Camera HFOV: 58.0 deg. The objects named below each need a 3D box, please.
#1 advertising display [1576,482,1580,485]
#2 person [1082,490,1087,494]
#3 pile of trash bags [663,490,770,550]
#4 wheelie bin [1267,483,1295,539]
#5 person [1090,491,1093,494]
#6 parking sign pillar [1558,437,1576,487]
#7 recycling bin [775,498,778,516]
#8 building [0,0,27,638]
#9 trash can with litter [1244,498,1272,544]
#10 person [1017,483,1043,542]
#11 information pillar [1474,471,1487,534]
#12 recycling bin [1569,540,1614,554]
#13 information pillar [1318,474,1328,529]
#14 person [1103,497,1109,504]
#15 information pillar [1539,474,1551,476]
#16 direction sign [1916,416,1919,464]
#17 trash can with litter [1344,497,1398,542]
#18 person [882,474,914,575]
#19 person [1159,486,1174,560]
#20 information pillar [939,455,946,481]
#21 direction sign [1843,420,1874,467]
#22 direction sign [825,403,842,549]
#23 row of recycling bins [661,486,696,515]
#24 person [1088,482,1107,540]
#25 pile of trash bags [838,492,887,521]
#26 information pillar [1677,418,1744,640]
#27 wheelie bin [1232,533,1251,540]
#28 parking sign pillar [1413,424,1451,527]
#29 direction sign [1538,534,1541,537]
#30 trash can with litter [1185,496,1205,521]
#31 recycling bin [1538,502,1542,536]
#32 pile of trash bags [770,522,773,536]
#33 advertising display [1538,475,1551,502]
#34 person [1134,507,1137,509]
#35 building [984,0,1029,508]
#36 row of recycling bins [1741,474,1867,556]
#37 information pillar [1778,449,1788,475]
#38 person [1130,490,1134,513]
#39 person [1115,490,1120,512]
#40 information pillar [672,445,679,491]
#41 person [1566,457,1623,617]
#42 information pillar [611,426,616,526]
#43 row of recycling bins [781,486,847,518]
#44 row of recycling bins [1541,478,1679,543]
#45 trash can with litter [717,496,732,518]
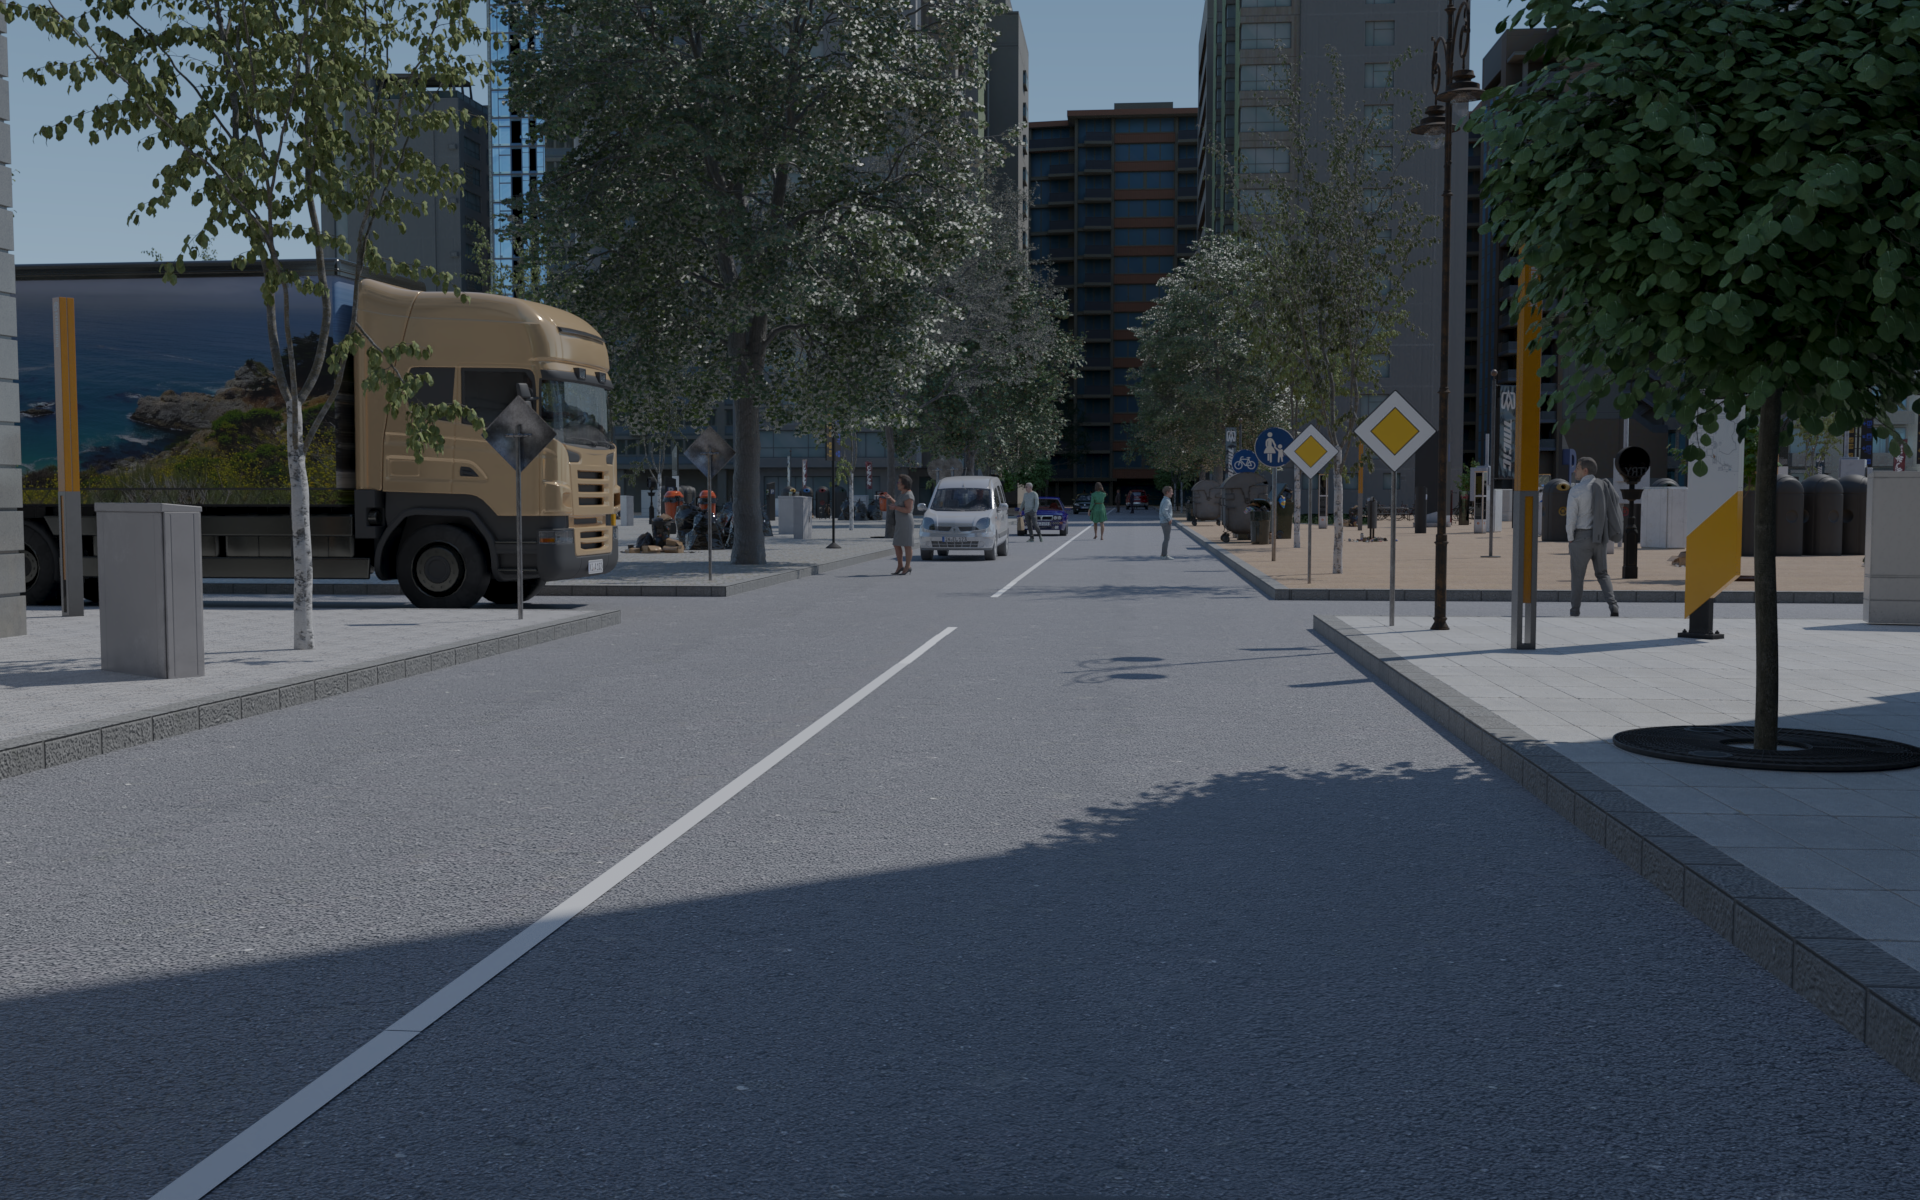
[{"bbox_3d":[33.806,-5.495,95.063,0.974,1.923,0.123,2,4,34],"label":"advertising display"},{"bbox_3d":[11.401,-9.199,158.931,1.348,1.821,0.705,-1,4,-19],"label":"person"},{"bbox_3d":[-5.855,-1.930,41.307,1.912,1.369,3.447,-1,4,-16],"label":"pile of trash bags"},{"bbox_3d":[9.187,-2.556,49.698,0.693,1.594,0.980,-1,4,-18],"label":"wheelie bin"},{"bbox_3d":[12.810,-9.836,170.113,0.721,1.735,1.217,2,4,25],"label":"person"},{"bbox_3d":[26.205,-5.277,74.758,1.447,3.967,1.447,2,4,34],"label":"parking sign pillar"},{"bbox_3d":[-10.146,-5.328,99.672,0.722,1.027,0.722,-3,5,-40],"label":"recycling bin"},{"bbox_3d":[-23.685,-14.281,10.989,29.804,29.767,11.434,0,4,6],"label":"building"},{"bbox_3d":[7.670,-2.005,44.171,0.624,1.170,1.055,2,4,25],"label":"trash can with litter"},{"bbox_3d":[2.065,-2.617,51.767,0.782,1.767,0.515,3,5,40],"label":"person"},{"bbox_3d":[16.861,-3.157,56.104,0.304,2.012,0.304,3,5,41],"label":"information pillar"},{"bbox_3d":[13.576,-1.509,37.227,0.722,1.027,0.722,0,4,-5],"label":"recycling bin"},{"bbox_3d":[13.409,-3.635,63.926,0.304,2.012,0.304,1,4,19],"label":"information pillar"},{"bbox_3d":[12.534,-8.587,152.156,1.065,1.426,0.557,0,4,-6],"label":"person"},{"bbox_3d":[21.572,-3.637,63.956,0.304,2.012,0.304,-1,4,-10],"label":"information pillar"},{"bbox_3d":[25.161,-3.232,44.837,0.379,3.537,0.876,-2,4,-24],"label":"direction sign"},{"bbox_3d":[10.998,-2.193,46.906,1.678,1.210,2.233,1,4,22],"label":"trash can with litter"},{"bbox_3d":[-1.102,-1.332,30.643,0.532,1.782,0.716,-1,4,-20],"label":"person"},{"bbox_3d":[4.499,-1.674,37.686,0.330,1.601,0.589,1,4,8],"label":"person"},{"bbox_3d":[-0.923,-6.131,91.600,0.183,3.616,0.504,3,4,39],"label":"information pillar"},{"bbox_3d":[26.438,-3.612,51.051,0.379,3.537,0.876,-2,4,-33],"label":"direction sign"},{"bbox_3d":[-2.984,-2.983,40.769,0.379,3.537,0.876,1,4,18],"label":"direction sign"},{"bbox_3d":[-13.846,-4.769,85.082,1.069,1.692,3.534,1,4,13],"label":"row of recycling bins"},{"bbox_3d":[4.320,-2.772,54.073,0.600,1.795,0.529,-1,4,-14],"label":"person"},{"bbox_3d":[-4.432,-4.539,83.965,1.912,1.369,3.447,-3,4,-37],"label":"pile of trash bags"},{"bbox_3d":[6.645,-1.461,15.247,0.183,3.616,0.504,-3,4,-36],"label":"information pillar"},{"bbox_3d":[8.317,-2.630,50.912,0.980,1.594,0.693,-1,4,-11],"label":"wheelie bin"},{"bbox_3d":[18.337,-4.814,67.177,1.447,3.967,1.447,3,4,39],"label":"parking sign pillar"},{"bbox_3d":[17.215,-3.658,51.804,0.379,3.537,0.876,1,4,11],"label":"direction sign"},{"bbox_3d":[11.149,-4.298,81.658,1.055,1.170,0.624,2,4,27],"label":"trash can with litter"},{"bbox_3d":[17.930,-2.525,53.830,0.722,1.027,0.722,3,5,43],"label":"recycling bin"},{"bbox_3d":[-7.387,-2.577,51.890,3.447,1.369,1.912,-3,5,-44],"label":"pile of trash bags"},{"bbox_3d":[20.040,-3.343,59.872,0.974,1.923,0.123,-2,4,-32],"label":"advertising display"},{"bbox_3d":[16.735,-9.540,165.214,1.217,1.736,0.721,1,4,10],"label":"person"},{"bbox_3d":[-4.692,-33.024,163.636,21.600,48.544,21.300,0,4,6],"label":"building"},{"bbox_3d":[17.572,-1.781,36.235,3.534,1.692,1.069,-1,4,-14],"label":"row of recycling bins"},{"bbox_3d":[24.633,-3.710,52.005,0.504,3.616,0.183,-1,4,-11],"label":"information pillar"},{"bbox_3d":[12.704,-7.257,128.073,0.530,1.710,0.541,2,4,33],"label":"person"},{"bbox_3d":[12.273,-7.696,134.874,0.434,1.755,0.990,0,4,-3],"label":"person"},{"bbox_3d":[-13.040,-5.387,79.438,0.183,3.616,0.504,-3,4,-38],"label":"information pillar"},{"bbox_3d":[6.860,-0.620,18.742,0.679,1.850,0.850,-1,4,-16],"label":"person"},{"bbox_3d":[-7.784,-2.900,38.766,0.183,3.616,0.504,0,4,-5],"label":"information pillar"},{"bbox_3d":[-7.828,-5.241,92.800,3.534,1.692,1.069,-1,4,-10],"label":"row of recycling bins"},{"bbox_3d":[17.363,-2.395,46.270,3.534,1.692,1.069,2,4,29],"label":"row of recycling bins"},{"bbox_3d":[-12.458,-5.043,93.505,2.233,1.210,1.678,2,4,25],"label":"trash can with litter"}]
